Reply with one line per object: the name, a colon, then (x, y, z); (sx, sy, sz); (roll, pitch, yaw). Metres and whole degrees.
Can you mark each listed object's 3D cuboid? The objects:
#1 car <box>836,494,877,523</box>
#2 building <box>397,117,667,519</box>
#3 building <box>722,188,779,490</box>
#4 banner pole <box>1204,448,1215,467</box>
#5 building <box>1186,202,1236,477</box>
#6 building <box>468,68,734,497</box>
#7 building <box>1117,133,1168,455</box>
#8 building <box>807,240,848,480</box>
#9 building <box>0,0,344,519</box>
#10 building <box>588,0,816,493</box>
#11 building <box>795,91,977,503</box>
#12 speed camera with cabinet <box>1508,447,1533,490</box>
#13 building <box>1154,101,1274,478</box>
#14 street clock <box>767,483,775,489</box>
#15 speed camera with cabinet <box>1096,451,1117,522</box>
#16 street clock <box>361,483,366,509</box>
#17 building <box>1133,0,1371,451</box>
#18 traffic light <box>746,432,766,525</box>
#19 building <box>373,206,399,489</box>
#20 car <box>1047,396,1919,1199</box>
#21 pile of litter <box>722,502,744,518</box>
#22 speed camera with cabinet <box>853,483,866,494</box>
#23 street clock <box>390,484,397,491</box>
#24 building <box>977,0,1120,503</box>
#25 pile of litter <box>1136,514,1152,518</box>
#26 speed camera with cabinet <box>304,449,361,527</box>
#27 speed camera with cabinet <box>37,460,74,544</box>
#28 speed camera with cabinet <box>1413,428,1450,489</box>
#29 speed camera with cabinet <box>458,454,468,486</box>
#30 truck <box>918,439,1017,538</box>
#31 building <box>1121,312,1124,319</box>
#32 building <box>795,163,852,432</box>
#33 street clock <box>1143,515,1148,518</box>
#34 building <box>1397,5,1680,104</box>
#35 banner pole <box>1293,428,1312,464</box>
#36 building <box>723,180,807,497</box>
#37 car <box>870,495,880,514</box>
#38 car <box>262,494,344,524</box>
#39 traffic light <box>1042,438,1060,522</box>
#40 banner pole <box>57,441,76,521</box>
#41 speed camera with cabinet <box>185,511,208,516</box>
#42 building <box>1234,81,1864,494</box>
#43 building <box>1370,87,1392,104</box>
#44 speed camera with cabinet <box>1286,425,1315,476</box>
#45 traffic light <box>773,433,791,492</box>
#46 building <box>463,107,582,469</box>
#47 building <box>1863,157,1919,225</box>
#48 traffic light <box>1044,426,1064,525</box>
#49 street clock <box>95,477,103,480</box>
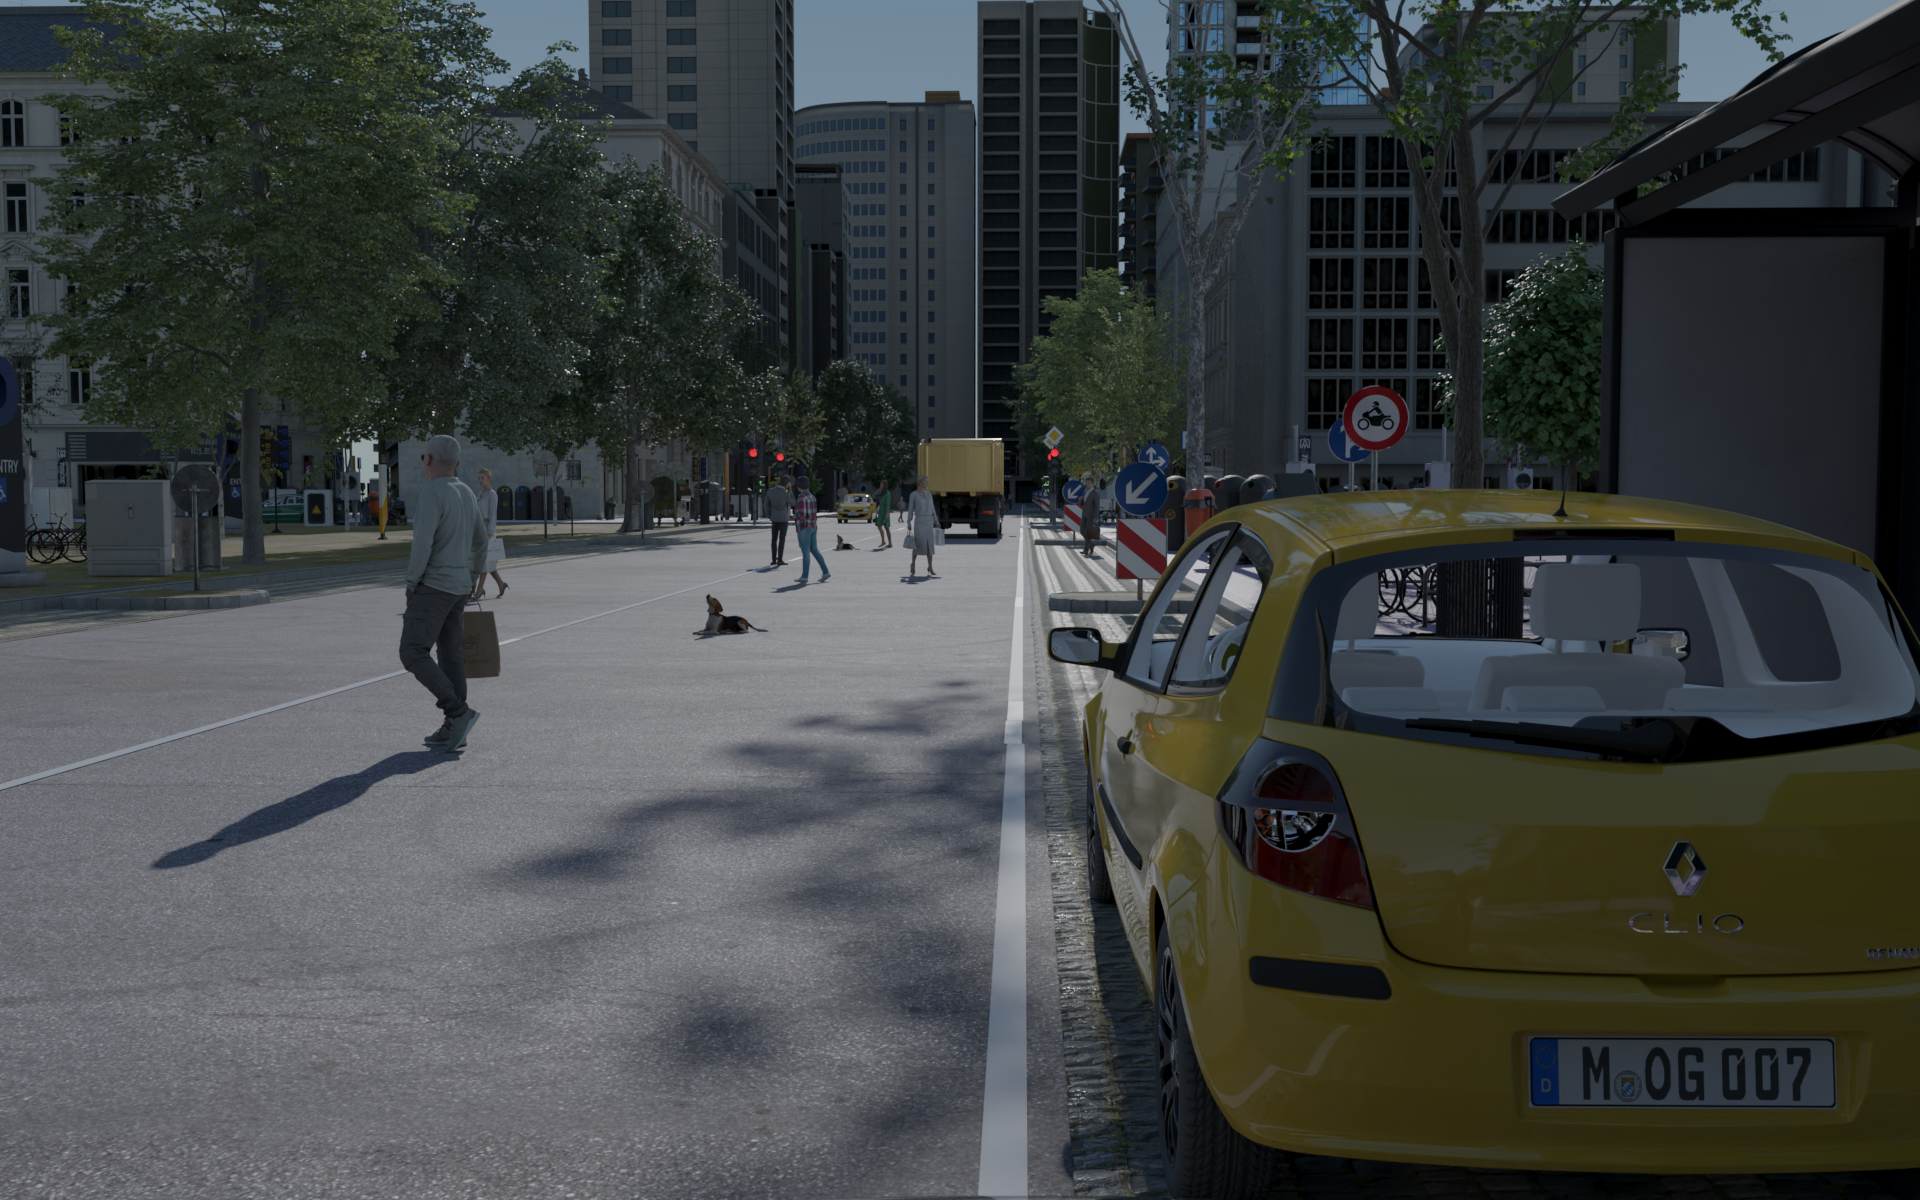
car: (-5.121, -4.657, 86.360); (2.015, 1.641, 3.980); (0, 4, 3)
building: (-23.292, -14.793, 96.615); (10.420, 20.320, 16.860); (0, 4, 2)
building: (-23.286, -21.227, 140.566); (14.314, 27.812, 24.014); (0, 4, 2)
banner pole: (13.477, -6.327, 93.469); (0.863, 3.779, 0.401); (1, 4, 20)
building: (21.535, -16.985, 113.861); (11.583, 22.565, 21.152); (0, 4, 2)
building: (-23.973, -20.148, 116.813); (14.401, 28.519, 23.554); (0, 4, 2)
building: (30.150, -33.785, 207.005); (22.147, 44.769, 28.867); (0, 4, 2)
building: (-20.522, -26.071, 197.959); (14.160, 30.474, 14.107); (0, 4, 2)
building: (-58.733, -19.568, 96.349); (44.131, 29.872, 17.030); (0, 4, 2)
building: (-25.683, -45.340, 179.565); (20.563, 71.187, 20.611); (0, 4, 2)
building: (-11.735, -43.700, 256.500); (28.212, 58.520, 21.231); (0, 4, 2)
speed camera with cabinet: (18.615, -3.992, 59.612); (2.038, 3.252, 0.660); (0, 4, -4)
building: (22.230, -22.115, 139.065); (11.434, 29.767, 29.804); (0, 4, 2)
street clock: (-11.950, -6.409, 109.363); (0.471, 2.002, 0.358); (-1, 4, -15)
speed camera with cabinet: (6.402, -5.201, 79.376); (0.660, 3.252, 2.038); (-2, 4, -27)
street clock: (-37.697, -6.406, 109.306); (0.358, 2.002, 0.471); (0, 4, 2)
building: (29.633, -52.774, 175.526); (22.319, 86.520, 31.000); (0, 4, 2)
traffic light: (-8.522, -5.078, 71.942); (0.839, 4.253, 0.868); (0, 4, 2)
building: (-64.567, -34.724, 217.843); (14.200, 45.320, 14.600); (0, 4, 2)
car: (1.273, 0.326, 4.896); (2.015, 1.641, 3.980); (0, 4, 1)
pile of litter: (-12.250, -4.904, 94.149); (1.176, 0.858, 1.719); (3, 4, 37)
speed camera with cabinet: (-9.356, -9.823, 154.946); (2.038, 3.252, 0.660); (-3, 4, -38)
street clock: (-40.043, -7.211, 122.466); (0.471, 2.002, 0.358); (-2, 4, -25)
building: (13.041, -49.938, 254.740); (20.611, 71.187, 20.563); (0, 4, 2)
pile of litter: (9.341, -4.737, 91.408); (1.719, 0.858, 1.176); (0, 4, 4)
speed camera with cabinet: (-24.435, -4.469, 67.409); (2.038, 3.252, 0.660); (-1, 4, -11)
speed camera with cabinet: (-22.984, -3.000, 43.380); (2.038, 3.252, 0.660); (3, 4, 38)
speed camera with cabinet: (13.540, -3.396, 49.868); (0.660, 3.252, 2.038); (0, 4, 0)
speed camera with cabinet: (-24.989, -5.637, 86.507); (0.660, 3.252, 2.038); (-1, 4, -21)
truck: (0.164, -3.891, 59.537); (3.469, 3.379, 9.791); (0, 4, 3)
building: (30.634, -29.413, 252.603); (14.107, 30.474, 14.160); (0, 4, 2)
building: (-20.781, -32.573, 216.170); (14.086, 41.232, 14.154); (0, 4, 2)
street clock: (4.945, -2.563, 46.475); (0.358, 2.002, 0.471); (0, 4, 6)
building: (68.659, -40.792, 208.947); (28.212, 58.520, 21.231); (0, 4, 2)
banner pole: (12.743, -4.577, 64.844); (0.863, 3.779, 0.401); (1, 4, 10)
building: (-22.664, -23.943, 163.162); (14.160, 30.474, 14.107); (0, 4, 2)
car: (-6.565, -6.774, 123.335); (1.945, 1.354, 3.894); (0, 4, 4)
car: (-29.620, -3.944, 76.280); (4.920, 1.459, 2.131); (0, 4, 2)
traffic light: (4.172, -5.539, 79.490); (0.839, 4.253, 0.868); (0, 4, 2)
banner pole: (-42.413, -5.634, 82.138); (0.401, 3.779, 0.863); (2, 4, 31)
speed camera with cabinet: (-36.970, -5.552, 85.118); (2.038, 3.252, 0.660); (-1, 4, -15)
building: (30.673, -16.772, 93.291); (30.058, 24.678, 14.314); (0, 4, 2)
building: (52.719, -43.567, 254.311); (28.212, 58.520, 21.231); (0, 4, 2)
speed camera with cabinet: (9.205, -3.340, 48.943); (2.038, 3.252, 0.660); (-3, 5, -42)
traffic light: (-8.232, -5.566, 79.922); (0.839, 4.253, 0.868); (0, 4, 2)
building: (-61.430, -43.800, 258.121); (28.212, 58.520, 21.231); (0, 4, 2)
building: (55.573, -16.649, 90.226); (19.932, 24.808, 12.078); (0, 4, 2)
traffic light: (3.882, -5.051, 71.510); (0.839, 4.253, 0.868); (0, 4, 2)
street clock: (-36.322, -4.192, 73.107); (0.358, 2.002, 0.471); (-3, 4, -37)
